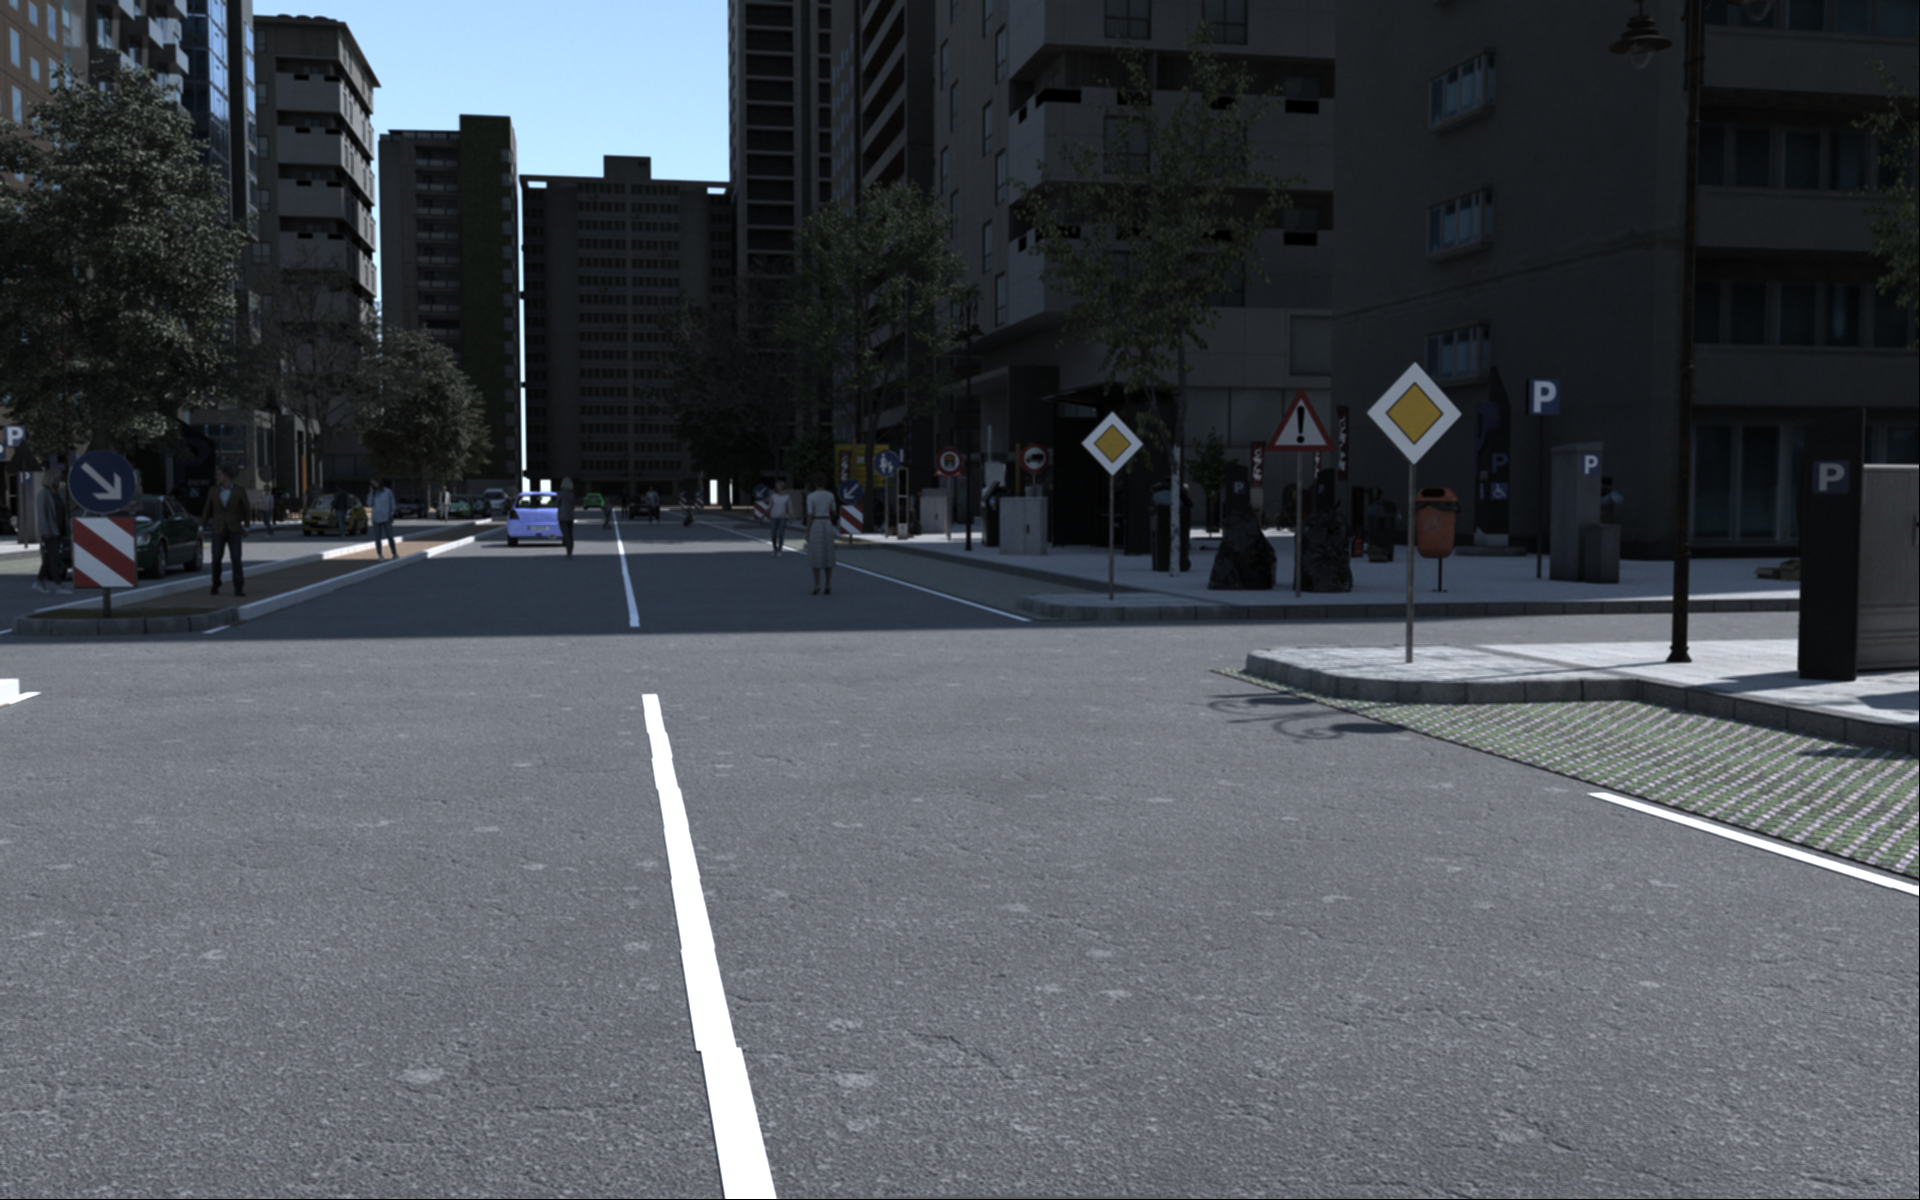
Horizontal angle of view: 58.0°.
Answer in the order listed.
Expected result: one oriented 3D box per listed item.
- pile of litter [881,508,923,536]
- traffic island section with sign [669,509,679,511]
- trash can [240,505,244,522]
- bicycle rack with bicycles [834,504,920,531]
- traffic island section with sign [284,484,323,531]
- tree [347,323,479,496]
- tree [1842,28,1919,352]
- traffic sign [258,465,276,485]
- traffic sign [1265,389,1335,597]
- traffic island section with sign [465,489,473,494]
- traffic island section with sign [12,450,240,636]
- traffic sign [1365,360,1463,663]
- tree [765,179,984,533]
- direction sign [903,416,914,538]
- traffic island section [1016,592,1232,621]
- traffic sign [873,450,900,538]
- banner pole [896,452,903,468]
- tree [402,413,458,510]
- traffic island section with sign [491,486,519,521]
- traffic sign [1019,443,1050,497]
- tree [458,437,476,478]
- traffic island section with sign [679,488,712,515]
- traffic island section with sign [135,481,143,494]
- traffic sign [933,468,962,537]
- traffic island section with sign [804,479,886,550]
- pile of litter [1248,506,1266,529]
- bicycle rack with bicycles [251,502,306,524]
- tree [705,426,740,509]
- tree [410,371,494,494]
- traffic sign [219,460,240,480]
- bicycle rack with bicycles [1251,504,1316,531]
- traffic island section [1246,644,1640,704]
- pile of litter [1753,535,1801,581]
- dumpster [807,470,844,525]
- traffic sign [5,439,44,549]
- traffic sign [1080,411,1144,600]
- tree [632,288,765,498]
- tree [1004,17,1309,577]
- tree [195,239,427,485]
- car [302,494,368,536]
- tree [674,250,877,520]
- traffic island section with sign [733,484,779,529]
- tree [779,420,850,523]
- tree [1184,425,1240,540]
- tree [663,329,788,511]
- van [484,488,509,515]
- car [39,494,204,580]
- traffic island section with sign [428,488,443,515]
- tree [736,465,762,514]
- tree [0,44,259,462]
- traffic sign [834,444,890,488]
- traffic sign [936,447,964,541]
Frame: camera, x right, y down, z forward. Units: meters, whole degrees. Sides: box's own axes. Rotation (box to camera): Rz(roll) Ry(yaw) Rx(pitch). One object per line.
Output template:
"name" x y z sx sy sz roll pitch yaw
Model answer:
"pile of litter" -1.833 -2.432 53.730 1.176 0.858 1.719 3 5 43
"traffic island section with sign" -23.920 -8.554 148.491 1.989 1.847 2.006 -1 4 -11
"trash can" -33.007 -4.127 79.128 0.748 1.137 0.748 0 3 0
"bicycle rack with bicycles" -2.681 -2.903 60.839 2.925 0.926 2.852 1 4 14
"traffic island section with sign" -25.505 -3.656 68.403 1.989 1.847 2.006 -1 4 -11
"tree" -40.261 -13.508 127.516 9.857 13.997 8.962 0 3 0
"tree" 15.977 -4.699 27.195 4.737 8.622 4.395 0 3 0
"traffic sign" -30.509 -4.660 76.293 0.768 2.556 0.104 0 4 -6
"traffic sign" 4.196 -1.311 21.432 0.884 2.594 0.081 0 4 -6
"traffic island section with sign" -40.901 -8.313 144.553 1.989 1.847 2.006 -1 4 -11
"traffic island section with sign" -8.955 -0.633 18.493 2.006 1.907 1.989 -1 4 -11
"traffic sign" 3.412 -0.579 13.105 0.795 2.450 0.064 -1 4 -11
"tree" -2.930 -8.042 57.236 9.928 11.665 9.643 0 3 0
"direction sign" -1.524 -3.587 50.643 0.379 3.537 0.876 -1 4 -18
"traffic island section" 1.852 0.077 21.014 2.009 0.180 2.903 -1 4 -11
"traffic sign" -2.137 -3.082 50.502 0.768 2.556 0.104 0 4 -2
"banner pole" -2.887 -6.087 89.543 0.863 3.779 0.401 0 4 -6
"tree" -42.388 -11.426 137.177 4.360 8.622 3.978 0 3 0
"traffic island section with sign" -23.852 -5.138 92.146 2.006 1.907 1.989 -1 4 -11
"traffic sign" 1.851 -2.625 43.023 0.768 2.556 0.104 0 4 -5
"tree" -48.304 -13.166 165.631 4.360 8.622 3.978 0 3 0
"traffic island section with sign" -18.449 -6.900 121.450 1.989 1.847 2.006 -1 4 -11
"traffic island section with sign" -20.105 -2.023 41.698 1.989 1.847 2.006 -1 4 -11
"traffic sign" -0.375 -3.163 51.723 0.884 2.594 0.081 0 4 -4
"traffic island section with sign" -3.057 -2.242 45.280 1.989 1.847 2.006 -1 4 -11
"pile of litter" 10.675 -3.056 63.924 1.176 0.858 1.719 -1 4 -20
"bicycle rack with bicycles" -30.964 -3.962 78.167 2.925 0.926 2.852 3 4 37
"tree" -19.755 -11.838 143.914 4.737 8.622 4.395 0 3 0
"tree" -46.502 -14.683 158.198 7.486 12.596 7.792 0 3 0
"traffic sign" -27.106 -3.922 64.228 0.768 2.556 0.104 -1 4 -10
"bicycle rack with bicycles" 11.692 -2.907 60.911 2.852 0.926 2.925 0 4 -7
"traffic island section" 3.434 0.556 13.187 2.009 0.180 2.903 -1 4 -11
"pile of litter" 12.574 -0.739 26.041 1.176 0.858 1.719 2 4 33
"dumpster" -5.500 -4.230 71.651 1.502 2.255 1.985 -1 4 -12
"traffic sign" -22.015 -2.492 40.754 0.884 2.594 0.081 0 4 -3
"traffic sign" 1.830 -1.057 20.932 0.795 2.450 0.064 -1 4 -11
"tree" -23.455 -18.472 157.902 12.611 20.169 13.585 0 3 0
"tree" 3.101 -4.667 26.667 4.737 8.622 4.395 0 3 0
"tree" -31.048 -10.579 83.331 12.009 13.543 11.850 0 3 0
"car" -21.761 -3.065 60.342 2.015 1.641 3.980 -1 4 -11
"tree" -9.262 -10.812 87.149 12.009 13.543 11.850 0 3 0
"traffic island section with sign" -8.396 -3.858 71.704 1.989 1.847 2.006 -1 4 -11
"tree" -6.297 -5.704 76.969 4.285 4.588 4.351 0 3 0
"tree" 7.177 -3.313 48.767 1.663 3.219 1.824 0 3 0
"tree" -17.879 -13.863 133.313 9.857 13.997 8.962 0 3 0
"van" -32.105 -6.875 119.425 2.013 2.044 4.112 -1 4 -13
"car" -14.690 -1.147 30.550 2.131 1.459 4.920 -1 4 -12
"traffic island section with sign" -35.522 -6.689 117.987 1.989 1.847 2.006 -1 4 -11
"tree" -13.839 -7.312 114.152 1.663 3.219 1.824 0 3 0
"tree" -25.403 -8.816 50.797 9.857 13.997 8.962 0 3 0
"traffic sign" -3.959 -4.663 70.118 2.265 3.308 0.079 -1 4 -10
"traffic sign" -0.289 -2.885 47.272 0.768 2.556 0.104 -1 4 -11
